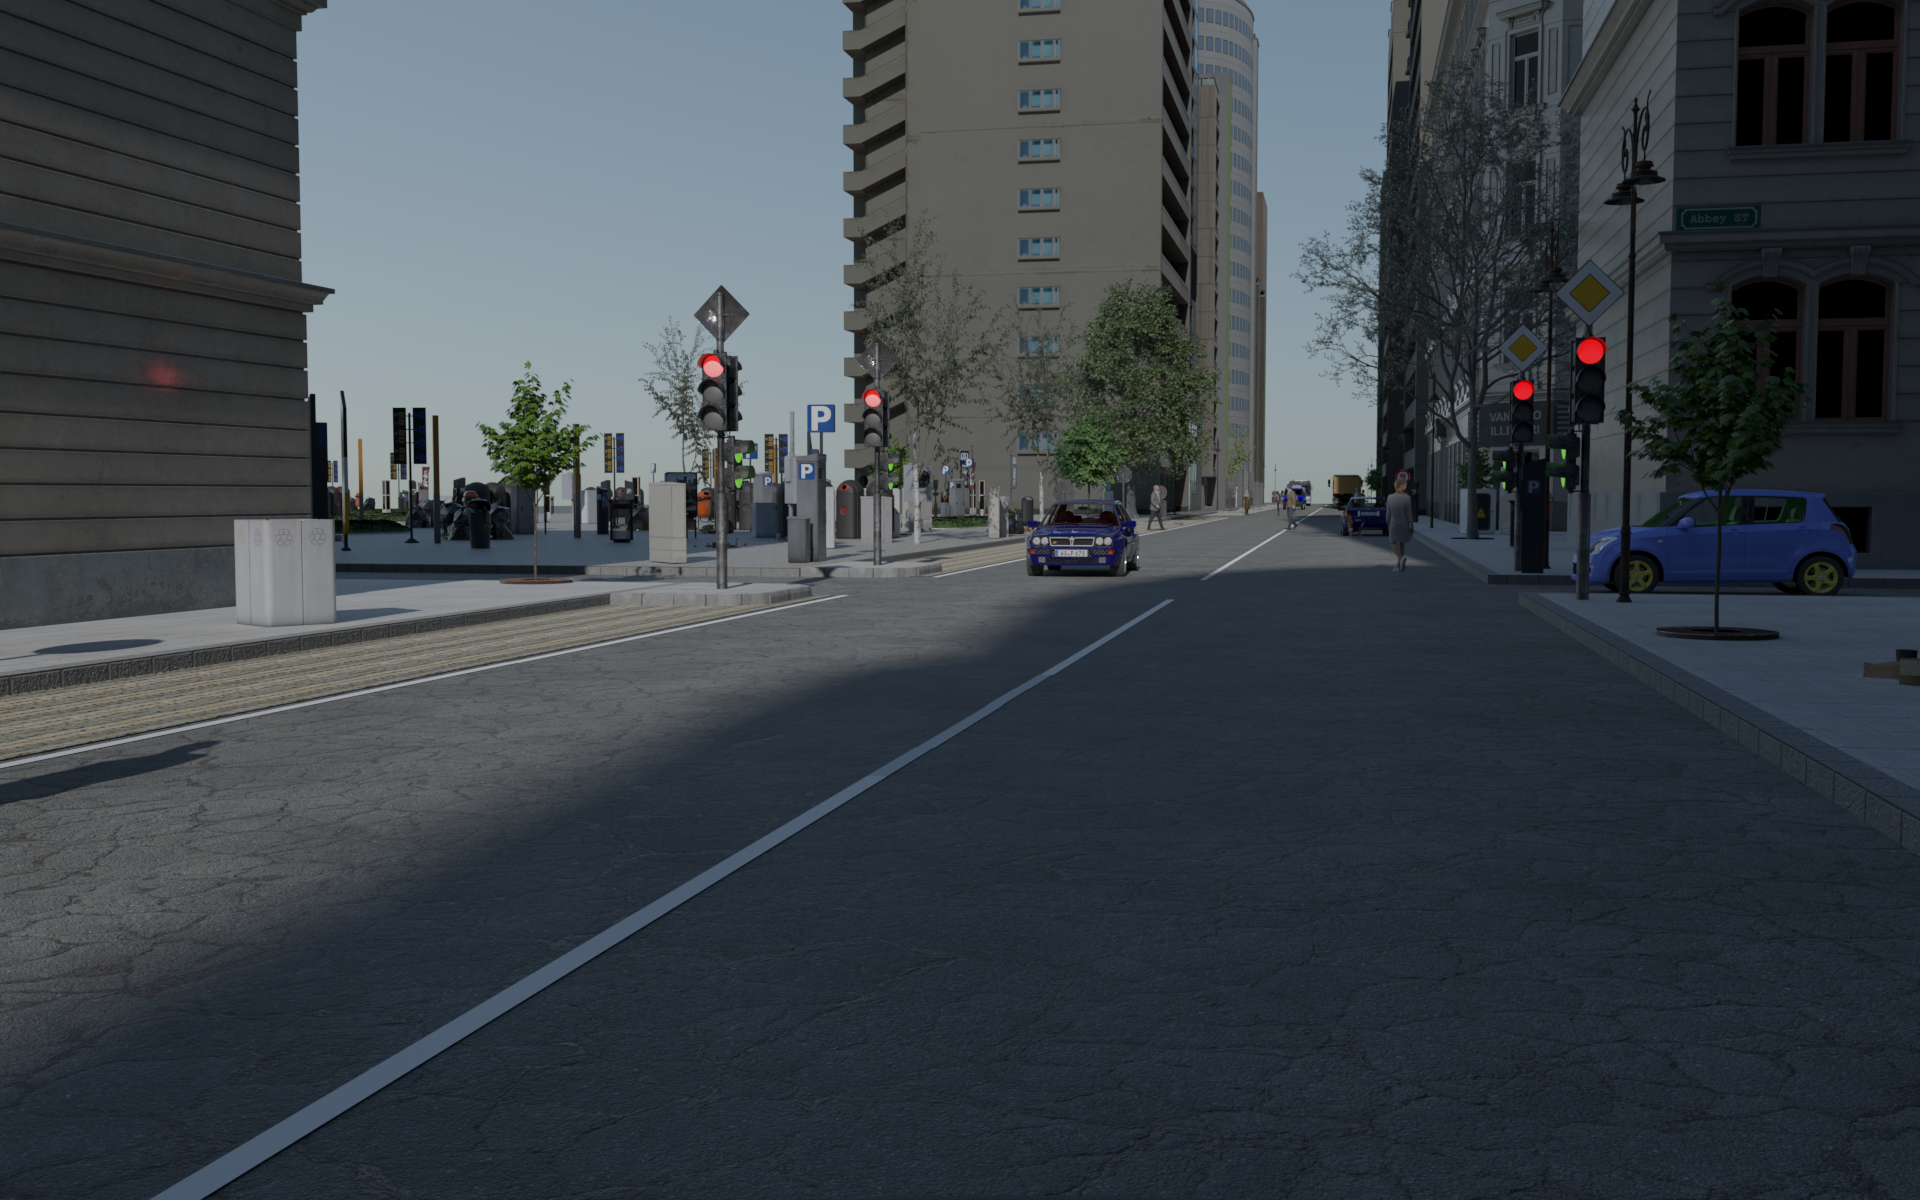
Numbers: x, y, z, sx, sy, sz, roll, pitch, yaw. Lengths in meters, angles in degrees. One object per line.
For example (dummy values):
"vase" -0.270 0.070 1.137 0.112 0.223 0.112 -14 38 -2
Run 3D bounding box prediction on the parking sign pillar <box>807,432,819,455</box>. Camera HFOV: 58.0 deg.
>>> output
"parking sign pillar" -6.352 -5.288 74.930 1.447 3.967 1.447 0 4 0

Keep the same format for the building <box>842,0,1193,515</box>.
"building" 4.094 -30.212 117.673 21.300 48.544 21.600 1 4 12

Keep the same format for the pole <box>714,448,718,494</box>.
"pole" -10.756 -5.054 76.482 0.158 3.312 0.155 0 3 0

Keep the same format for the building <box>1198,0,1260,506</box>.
"building" 23.352 -40.408 202.677 21.231 58.520 28.212 1 4 12

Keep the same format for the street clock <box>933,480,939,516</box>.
"street clock" -1.216 -5.004 86.393 0.358 2.002 0.471 0 4 2

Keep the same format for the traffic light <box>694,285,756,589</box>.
"traffic light" -3.202 -2.104 23.314 0.839 4.253 0.868 1 4 12

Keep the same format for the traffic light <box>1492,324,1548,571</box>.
"traffic light" 9.283 -2.436 28.745 0.839 4.253 0.868 1 4 12

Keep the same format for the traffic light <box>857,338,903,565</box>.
"traffic light" -1.470 -2.580 31.110 0.839 4.253 0.868 1 4 12

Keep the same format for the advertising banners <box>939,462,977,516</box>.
"advertising banners" -0.112 -6.094 95.828 2.074 3.025 0.090 0 4 -7

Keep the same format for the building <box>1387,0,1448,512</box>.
"building" 50.906 -32.912 161.807 21.300 48.544 21.600 1 4 12

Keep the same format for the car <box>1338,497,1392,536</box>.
"car" 14.175 -2.924 60.392 1.945 1.354 3.894 1 4 11

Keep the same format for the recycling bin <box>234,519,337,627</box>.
"recycling bin" -6.668 -0.279 17.122 0.722 1.027 0.722 3 5 43

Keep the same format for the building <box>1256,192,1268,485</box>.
"building" 36.994 -36.734 250.714 14.600 45.320 14.200 1 4 12

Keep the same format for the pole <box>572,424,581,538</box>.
"pole" -11.129 -3.452 50.287 0.158 3.312 0.155 0 3 0

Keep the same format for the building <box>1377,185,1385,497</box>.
"building" 62.249 -33.289 227.874 14.154 41.232 14.086 1 4 12

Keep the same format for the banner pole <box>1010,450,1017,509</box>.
"banner pole" 3.010 -6.623 98.297 0.401 3.779 0.863 -2 4 -28

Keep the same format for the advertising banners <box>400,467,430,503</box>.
"advertising banners" -34.654 -6.964 110.050 2.074 3.025 0.090 -3 4 -39

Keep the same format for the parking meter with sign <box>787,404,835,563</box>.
"parking meter with sign" -2.848 -2.241 32.904 0.543 3.016 1.738 1 4 11

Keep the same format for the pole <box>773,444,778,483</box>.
"pole" -7.579 -4.730 71.175 0.158 3.312 0.155 0 3 0

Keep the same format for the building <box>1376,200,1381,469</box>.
"building" 70.072 -37.949 244.161 21.300 48.544 21.600 1 4 12

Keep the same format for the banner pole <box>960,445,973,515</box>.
"banner pole" 0.383 -5.992 87.986 0.863 3.779 0.401 0 4 -5

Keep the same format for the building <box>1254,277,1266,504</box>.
"building" 34.407 -28.475 237.269 14.160 30.474 14.107 1 4 12

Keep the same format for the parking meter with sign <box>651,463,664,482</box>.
"parking meter with sign" -16.698 -6.268 98.744 1.738 3.016 0.543 -2 4 -33

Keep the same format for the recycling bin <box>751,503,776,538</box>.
"recycling bin" -5.736 -2.356 51.079 0.722 1.027 0.722 -1 4 -17

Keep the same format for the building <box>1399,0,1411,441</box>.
"building" 46.276 -29.423 135.683 22.147 44.769 28.867 1 4 12

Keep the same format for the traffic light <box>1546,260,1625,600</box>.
"traffic light" 7.551 -1.959 20.950 0.839 4.253 0.868 1 4 12

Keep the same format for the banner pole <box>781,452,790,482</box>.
"banner pole" -10.373 -6.951 103.658 0.863 3.779 0.401 1 4 17

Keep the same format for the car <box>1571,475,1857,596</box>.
"car" 10.679 -0.923 24.682 3.694 1.707 1.945 1 4 12

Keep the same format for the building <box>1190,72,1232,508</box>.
"building" 18.183 -29.426 164.713 14.154 41.232 14.086 1 4 12

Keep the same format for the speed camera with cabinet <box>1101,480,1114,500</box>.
"speed camera with cabinet" 8.924 -6.757 104.811 0.660 3.252 2.038 0 4 -1

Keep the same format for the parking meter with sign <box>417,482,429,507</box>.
"parking meter with sign" -35.060 -7.143 113.041 1.738 3.016 0.543 -2 4 -23

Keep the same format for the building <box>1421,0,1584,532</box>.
"building" 30.365 -18.439 77.891 17.030 29.872 44.131 1 4 12

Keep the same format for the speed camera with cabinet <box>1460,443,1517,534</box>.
"speed camera with cabinet" 17.066 -3.732 55.346 2.038 3.252 0.660 -1 4 -9

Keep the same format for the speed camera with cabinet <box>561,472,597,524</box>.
"speed camera with cabinet" -16.284 -4.899 74.439 0.660 3.252 2.038 2 4 24

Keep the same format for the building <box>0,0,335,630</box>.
"building" -25.550 -12.240 19.208 34.723 24.649 14.460 1 4 12

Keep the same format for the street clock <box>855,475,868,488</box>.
"street clock" -3.676 -3.677 64.691 0.471 2.002 0.358 -3 5 -44

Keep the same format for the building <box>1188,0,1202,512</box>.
"building" 9.375 -50.738 142.233 22.319 86.520 31.000 1 4 12

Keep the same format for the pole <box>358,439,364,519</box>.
"pole" -22.101 -4.284 63.889 0.158 3.312 0.155 0 3 0

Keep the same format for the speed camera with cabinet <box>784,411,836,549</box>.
"speed camera with cabinet" -3.566 -2.852 40.973 0.660 3.252 2.038 -2 4 -24

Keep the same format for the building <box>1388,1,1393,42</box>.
"building" 61.400 -40.606 205.912 21.231 58.520 28.212 1 4 12

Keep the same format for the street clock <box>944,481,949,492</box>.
"street clock" -0.691 -5.775 98.999 0.358 2.002 0.471 -2 4 -31

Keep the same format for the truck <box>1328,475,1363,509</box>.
"truck" 38.042 -10.679 170.527 3.469 3.379 9.791 1 4 11

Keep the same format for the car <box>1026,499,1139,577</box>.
"car" 2.256 -1.148 31.346 1.945 1.354 3.894 1 4 11

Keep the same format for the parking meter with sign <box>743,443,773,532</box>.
"parking meter with sign" -6.674 -3.807 58.507 0.543 3.016 1.738 -3 4 -36

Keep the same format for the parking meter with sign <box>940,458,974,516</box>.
"parking meter with sign" -0.161 -5.371 84.070 1.738 3.016 0.543 -3 5 -40

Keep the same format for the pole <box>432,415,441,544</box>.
"pole" -13.562 -3.120 44.853 0.158 3.312 0.155 0 3 0

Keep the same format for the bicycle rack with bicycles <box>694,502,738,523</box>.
"bicycle rack with bicycles" -11.313 -3.973 78.335 2.925 0.926 2.852 3 5 40

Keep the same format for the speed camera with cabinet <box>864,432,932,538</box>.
"speed camera with cabinet" -1.853 -3.474 51.135 2.038 3.252 0.660 -2 4 -30

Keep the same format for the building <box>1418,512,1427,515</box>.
"building" 40.110 -29.812 111.134 21.300 48.544 21.600 1 4 12

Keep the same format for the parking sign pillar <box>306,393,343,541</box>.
"parking sign pillar" -17.600 -3.587 47.114 1.447 3.967 1.447 -2 4 -35

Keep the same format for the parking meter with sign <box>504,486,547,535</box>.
"parking meter with sign" -13.899 -3.592 54.991 0.543 3.016 1.738 3 5 44

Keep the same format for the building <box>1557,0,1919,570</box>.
"building" 24.361 -15.018 32.931 23.554 28.519 14.401 1 4 12
